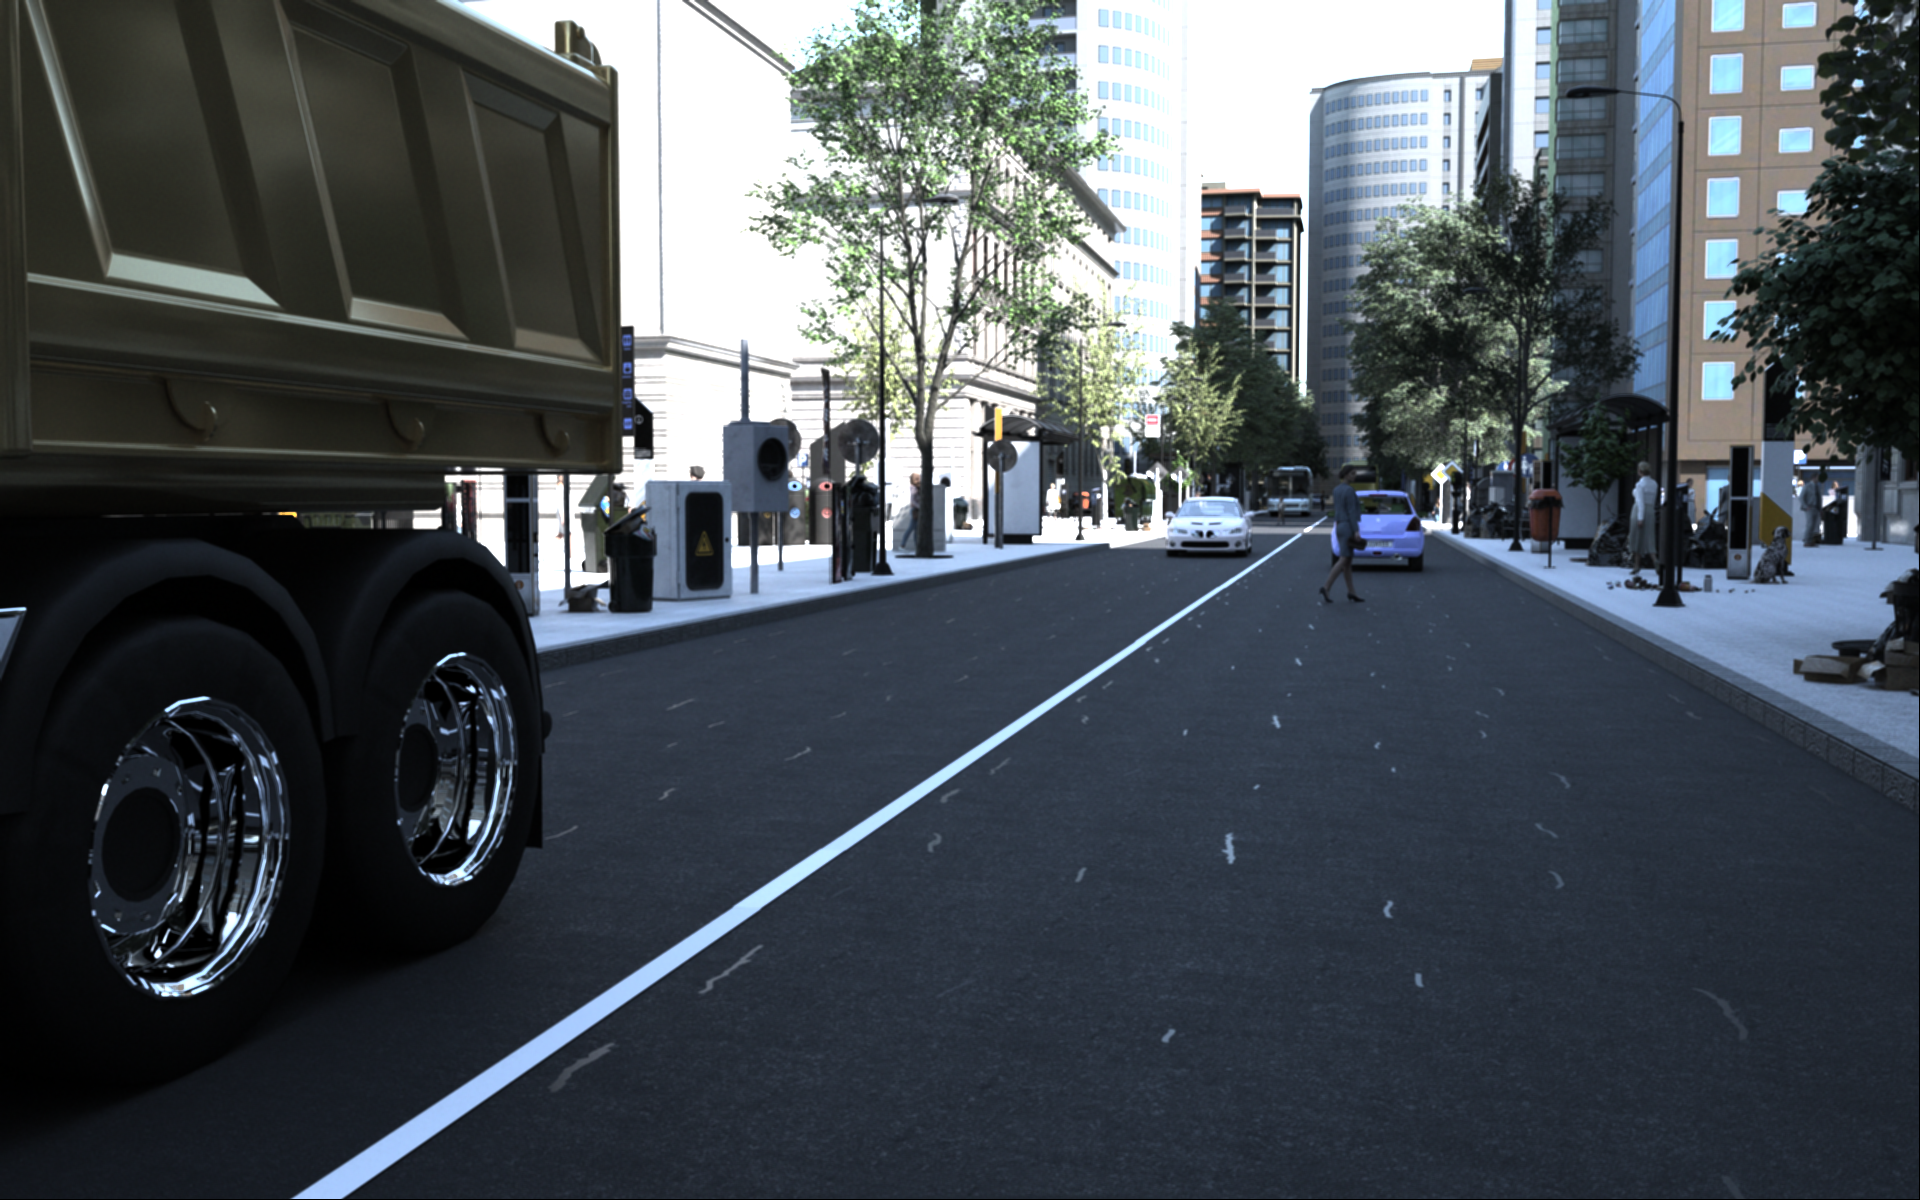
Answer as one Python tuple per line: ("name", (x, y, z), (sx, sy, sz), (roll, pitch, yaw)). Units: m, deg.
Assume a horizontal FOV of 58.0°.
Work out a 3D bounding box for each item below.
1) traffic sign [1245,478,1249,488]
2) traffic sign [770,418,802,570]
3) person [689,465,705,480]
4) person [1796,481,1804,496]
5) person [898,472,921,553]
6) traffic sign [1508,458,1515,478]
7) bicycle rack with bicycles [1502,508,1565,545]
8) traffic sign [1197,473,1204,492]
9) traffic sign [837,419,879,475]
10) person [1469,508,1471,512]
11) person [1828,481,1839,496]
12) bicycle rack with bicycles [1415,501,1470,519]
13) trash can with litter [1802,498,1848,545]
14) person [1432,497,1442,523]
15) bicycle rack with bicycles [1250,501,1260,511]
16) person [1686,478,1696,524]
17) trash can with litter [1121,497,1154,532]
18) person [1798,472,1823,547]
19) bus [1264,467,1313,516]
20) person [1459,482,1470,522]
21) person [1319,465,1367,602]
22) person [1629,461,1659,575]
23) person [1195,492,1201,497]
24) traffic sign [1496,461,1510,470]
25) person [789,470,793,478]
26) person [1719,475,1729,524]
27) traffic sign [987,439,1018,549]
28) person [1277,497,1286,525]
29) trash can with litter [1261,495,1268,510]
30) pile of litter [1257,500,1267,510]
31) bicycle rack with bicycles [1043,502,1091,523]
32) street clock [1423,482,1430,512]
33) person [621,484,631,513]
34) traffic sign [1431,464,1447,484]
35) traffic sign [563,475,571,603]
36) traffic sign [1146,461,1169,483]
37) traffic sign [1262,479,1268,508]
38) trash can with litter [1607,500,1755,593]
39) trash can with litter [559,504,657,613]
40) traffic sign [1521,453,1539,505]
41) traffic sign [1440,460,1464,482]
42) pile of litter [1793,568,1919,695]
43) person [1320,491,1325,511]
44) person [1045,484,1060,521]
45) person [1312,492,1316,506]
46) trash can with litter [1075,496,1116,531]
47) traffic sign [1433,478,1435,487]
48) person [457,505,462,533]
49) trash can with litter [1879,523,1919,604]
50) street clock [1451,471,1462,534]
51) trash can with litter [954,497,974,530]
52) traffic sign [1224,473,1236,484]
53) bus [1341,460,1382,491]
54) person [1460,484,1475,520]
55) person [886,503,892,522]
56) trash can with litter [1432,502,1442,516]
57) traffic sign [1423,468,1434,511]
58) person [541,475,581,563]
("traffic sign", (22.849, -8.508, 139.206), (0.768, 2.556, 0.104), (1, 4, 20))
("traffic sign", (-3.015, -1.769, 29.024), (0.768, 2.556, 0.104), (1, 4, 22))
("person", (-3.963, -1.199, 26.487), (0.563, 1.720, 0.643), (2, 4, 29))
("person", (32.302, -3.692, 66.635), (0.641, 1.798, 0.478), (-1, 4, -16))
("person", (-1.025, -1.889, 37.518), (0.643, 1.750, 0.593), (0, 4, -4))
("traffic sign", (18.916, -3.575, 58.564), (0.768, 2.556, 0.104), (1, 4, 19))
("bicycle rack with bicycles", (16.017, -2.054, 46.973), (2.852, 0.926, 2.925), (0, 4, -6))
("traffic sign", (14.459, -6.434, 105.303), (0.768, 2.556, 0.104), (1, 4, 22))
("traffic sign", (-1.737, -1.793, 29.420), (0.768, 2.556, 0.104), (1, 4, 17))
("person", (27.473, -5.361, 93.581), (0.514, 1.842, 0.818), (1, 4, 20))
("person", (32.642, -3.546, 64.617), (0.643, 1.750, 0.593), (-2, 4, -31))
("bicycle rack with bicycles", (25.786, -4.759, 91.197), (2.925, 0.926, 2.852), (1, 4, 22))
("trash can with litter", (21.869, -1.985, 43.847), (0.624, 1.170, 1.055), (-2, 4, -30))
("person", (21.270, -3.968, 76.412), (1.012, 1.151, 0.738), (0, 4, 4))
("bicycle rack with bicycles", (21.355, -7.219, 131.414), (2.925, 0.926, 2.852), (-1, 4, -10))
("person", (22.118, -2.800, 52.401), (0.480, 1.755, 0.524), (-2, 4, -26))
("trash can with litter", (6.048, -2.908, 58.936), (1.055, 1.170, 0.624), (-1, 4, -12))
("person", (20.663, -2.195, 42.030), (0.635, 1.810, 0.391), (-2, 4, -35))
("bus", (21.731, -7.267, 113.674), (2.948, 3.499, 13.247), (1, 4, 13))
("person", (23.045, -4.451, 78.919), (0.850, 1.850, 0.679), (0, 4, -2))
("person", (5.081, -0.885, 22.999), (0.654, 1.822, 0.581), (0, 4, 1))
("person", (10.871, -1.293, 27.406), (0.478, 1.798, 0.641), (-1, 4, -16))
("person", (7.971, -2.851, 57.703), (0.523, 1.515, 0.503), (-2, 4, -30))
("traffic sign", (20.933, -4.052, 66.352), (0.768, 2.556, 0.104), (1, 4, 19))
("person", (-4.555, -2.456, 45.560), (0.474, 1.900, 0.648), (-2, 4, -27))
("person", (18.896, -2.224, 42.672), (0.520, 1.790, 0.573), (-1, 4, -11))
("traffic sign", (0.966, -2.466, 40.426), (0.768, 2.556, 0.104), (1, 4, 21))
("person", (15.051, -4.175, 81.038), (0.475, 1.303, 0.640), (2, 4, 31))
("trash can with litter", (24.496, -7.982, 141.567), (2.233, 1.210, 1.678), (1, 4, 19))
("pile of litter", (23.728, -7.504, 136.653), (1.176, 0.858, 1.719), (2, 4, 35))
("bicycle rack with bicycles", (4.782, -3.976, 78.388), (2.852, 0.926, 2.925), (-1, 4, -23))
("street clock", (28.081, -6.113, 104.521), (0.358, 2.002, 0.471), (-3, 4, -37))
("person", (-7.399, -1.802, 38.108), (0.523, 1.515, 0.503), (3, 5, 41))
("traffic sign", (18.605, -3.959, 66.920), (0.795, 2.593, 0.064), (1, 4, 13))
("traffic sign", (-4.637, -1.241, 20.400), (0.768, 2.556, 0.104), (1, 4, 17))
("traffic sign", (6.975, -3.623, 61.424), (0.795, 2.593, 0.064), (1, 4, 13))
("traffic sign", (24.838, -8.581, 140.301), (0.884, 2.594, 0.081), (1, 4, 16))
("trash can with litter", (9.574, -0.762, 23.516), (1.678, 1.210, 2.233), (0, 4, -4))
("trash can with litter", (-3.827, -0.454, 18.818), (1.055, 1.170, 0.624), (0, 4, -1))
("traffic sign", (17.629, -3.288, 53.858), (0.768, 2.556, 0.104), (1, 4, 18))
("traffic sign", (16.806, -3.483, 59.139), (0.795, 2.593, 0.064), (1, 4, 13))
("pile of litter", (6.313, 0.139, 11.699), (1.176, 0.858, 1.719), (1, 4, 15))
("person", (31.365, -8.621, 150.163), (0.721, 1.735, 1.217), (0, 4, 1))
("person", (4.446, -4.696, 83.181), (0.694, 1.780, 0.624), (-1, 4, -11))
("person", (43.418, -12.399, 212.141), (0.541, 1.710, 0.530), (0, 4, 5))
("trash can with litter", (4.736, -3.075, 61.340), (1.678, 1.210, 2.233), (3, 5, 41))
("traffic sign", (28.709, -6.231, 104.012), (0.606, 2.300, 0.079), (1, 4, 19))
("person", (-10.533, -1.558, 36.194), (0.332, 1.250, 0.352), (3, 5, 41))
("trash can with litter", (11.029, -0.516, 19.831), (0.624, 1.170, 1.055), (-1, 4, -18))
("street clock", (15.906, -3.118, 55.544), (0.358, 2.002, 0.471), (0, 4, -1))
("trash can with litter", (0.167, -3.063, 61.473), (0.624, 1.170, 1.055), (-2, 4, -29))
("traffic sign", (16.722, -6.587, 107.427), (0.795, 2.593, 0.064), (1, 4, 16))
("bus", (28.980, -8.176, 125.220), (2.896, 3.916, 12.252), (1, 4, 14))
("person", (24.303, -4.669, 82.782), (0.661, 1.777, 0.834), (-3, 5, -43))
("person", (-3.104, -4.406, 78.474), (0.834, 1.777, 0.661), (1, 4, 8))
("trash can with litter", (27.229, -5.289, 97.863), (1.055, 1.170, 0.624), (0, 4, -7))
("traffic sign", (32.559, -7.610, 118.291), (2.265, 3.308, 0.079), (1, 4, 22))
("person", (-7.432, -1.560, 32.305), (0.760, 1.731, 0.466), (-3, 5, -42))
